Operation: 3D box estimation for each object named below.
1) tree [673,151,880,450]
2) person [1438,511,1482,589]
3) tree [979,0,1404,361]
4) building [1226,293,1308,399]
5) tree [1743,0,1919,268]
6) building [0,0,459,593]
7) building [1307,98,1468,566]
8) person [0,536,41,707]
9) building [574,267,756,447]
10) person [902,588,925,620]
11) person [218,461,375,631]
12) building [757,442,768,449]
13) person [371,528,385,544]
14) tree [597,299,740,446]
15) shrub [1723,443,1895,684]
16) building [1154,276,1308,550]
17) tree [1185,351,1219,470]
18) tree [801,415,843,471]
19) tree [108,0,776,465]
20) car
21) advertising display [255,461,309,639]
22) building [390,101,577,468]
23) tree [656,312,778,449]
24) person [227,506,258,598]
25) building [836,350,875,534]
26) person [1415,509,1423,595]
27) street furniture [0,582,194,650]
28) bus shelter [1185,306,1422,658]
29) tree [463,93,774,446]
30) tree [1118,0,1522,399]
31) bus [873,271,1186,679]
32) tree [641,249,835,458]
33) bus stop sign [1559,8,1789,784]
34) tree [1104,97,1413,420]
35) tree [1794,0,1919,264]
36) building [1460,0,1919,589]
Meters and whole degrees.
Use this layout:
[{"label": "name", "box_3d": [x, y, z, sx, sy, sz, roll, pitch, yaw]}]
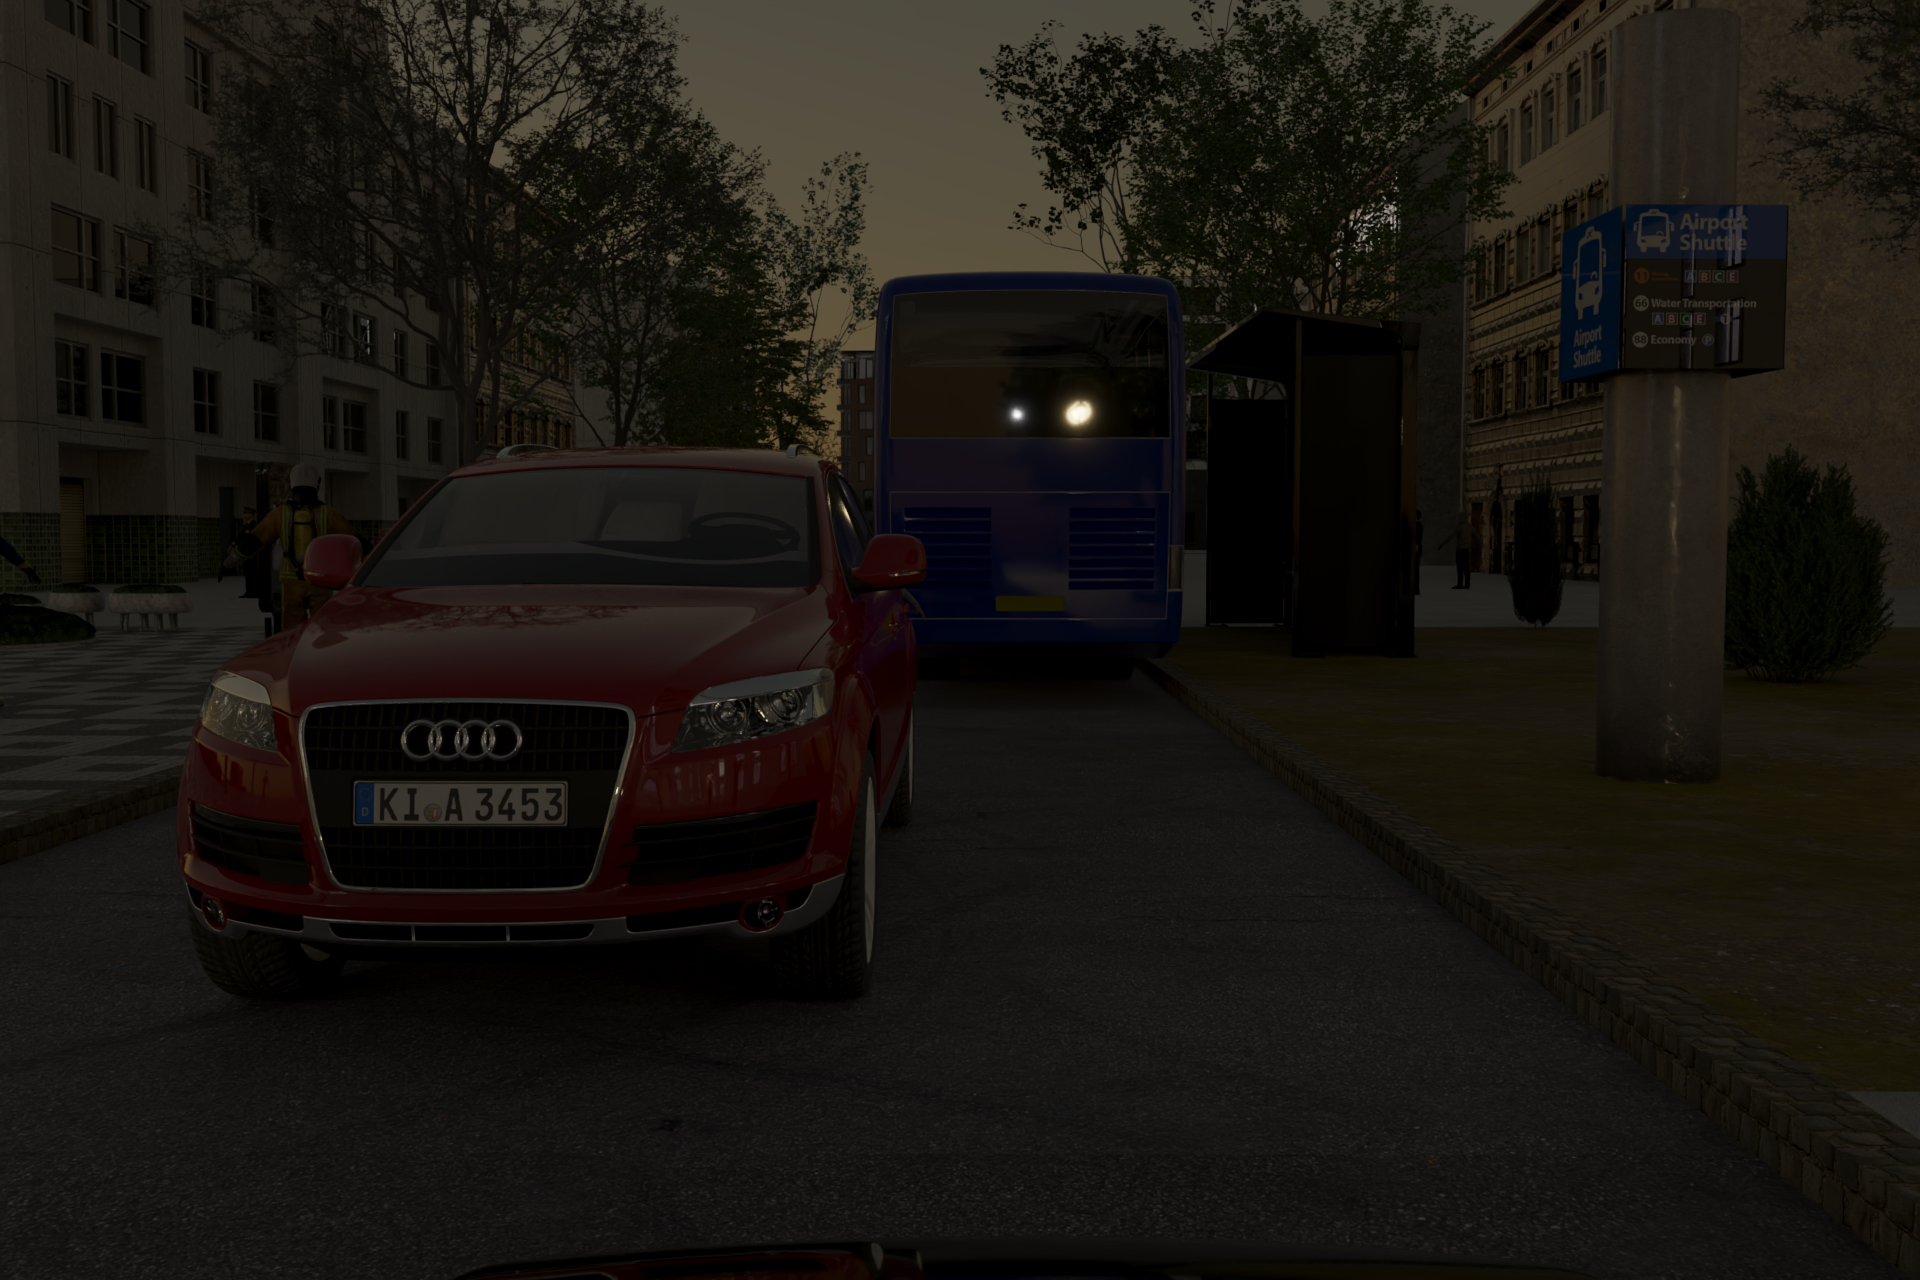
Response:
[{"label": "tree", "box_3d": [-7.379, -14.004, 84.861, 12.611, 20.169, 13.585, 0, 3, 0]}, {"label": "person", "box_3d": [11.703, -2.094, 40.359, 1.348, 1.813, 0.705, -2, 4, -29]}, {"label": "tree", "box_3d": [7.009, -12.169, 54.859, 12.611, 20.169, 13.585, 0, 3, 0]}, {"label": "building", "box_3d": [25.662, -16.978, 134.004, 16.016, 20.090, 11.380, 0, 3, 0]}, {"label": "tree", "box_3d": [14.884, -6.749, 20.710, 12.009, 13.543, 11.850, 0, 3, 0]}, {"label": "building", "box_3d": [-28.463, -11.396, 52.782, 16.747, 18.905, 31.486, 0, 4, 1]}, {"label": "building", "box_3d": [26.794, -15.144, 78.532, 19.493, 23.208, 18.063, 0, 3, 0]}, {"label": "person", "box_3d": [-7.239, -0.404, 12.583, 0.705, 1.833, 1.349, 1, 4, 10]}, {"label": "building", "box_3d": [-25.710, -16.169, 130.823, 16.747, 18.905, 31.486, 0, 4, 0]}, {"label": "person", "box_3d": [-0.756, -0.102, 13.385, 0.991, 1.433, 0.599, -1, 4, -8]}, {"label": "person", "box_3d": [-5.209, -0.493, 13.825, 1.354, 1.858, 0.705, -1, 4, -15]}, {"label": "building", "box_3d": [-22.814, -13.705, 166.223, 9.099, 9.664, 28.070, 0, 4, 1]}, {"label": "person", "box_3d": [-14.285, -2.048, 42.753, 0.991, 1.433, 0.599, -1, 4, -11]}, {"label": "tree", "box_3d": [-8.361, -6.180, 51.401, 4.737, 8.622, 4.395, 0, 3, 0]}, {"label": "shrub", "box_3d": [7.223, -0.674, 15.054, 1.661, 2.075, 1.752, 0, 3, 0]}, {"label": "building", "box_3d": [23.666, -18.937, 153.593, 27.936, 21.610, 32.646, 0, 4, 1]}, {"label": "tree", "box_3d": [7.628, -8.326, 70.537, 8.767, 10.594, 7.601, 3, 5, 39]}, {"label": "tree", "box_3d": [-8.882, -9.499, 105.663, 4.737, 8.622, 4.395, 0, 3, 0]}, {"label": "tree", "box_3d": [-8.228, -7.259, 29.062, 12.009, 13.543, 11.850, 0, 3, 0]}, {"label": "car", "box_3d": [-1.253, 0.100, 7.039, 2.281, 1.827, 5.304, 0, 4, 1]}, {"label": "advertising display", "box_3d": [-6.113, -0.642, 15.705, 0.123, 1.923, 0.974, 0, 4, 0]}, {"label": "building", "box_3d": [-28.765, -15.119, 78.124, 19.493, 23.208, 18.063, 0, 4, 1]}, {"label": "tree", "box_3d": [-8.320, -6.578, 57.906, 4.737, 8.622, 4.395, 0, 3, 0]}, {"label": "person", "box_3d": [-14.204, -1.754, 34.607, 1.347, 1.837, 0.705, 3, 5, 39]}, {"label": "building", "box_3d": [3.244, -21.686, 201.003, 32.646, 21.610, 27.936, 0, 4, 3]}, {"label": "person", "box_3d": [9.562, -1.856, 36.532, 0.705, 1.806, 1.347, 0, 4, 5]}, {"label": "street furniture", "box_3d": [-14.919, -0.383, 21.895, 10.072, 0.657, 5.734, 1, 4, 15]}, {"label": "bus shelter", "box_3d": [3.946, -1.817, 20.998, 1.731, 3.624, 6.357, 0, 4, -1]}, {"label": "tree", "box_3d": [-8.089, -7.046, 40.962, 9.928, 11.665, 9.643, 0, 3, 0]}, {"label": "tree", "box_3d": [6.671, -6.551, 32.868, 9.928, 11.665, 9.643, 0, 3, 0]}, {"label": "bus", "box_3d": [0.522, -1.737, 19.954, 2.896, 3.916, 12.251, 0, 4, 0]}, {"label": "tree", "box_3d": [-8.854, -9.216, 68.803, 7.486, 12.596, 7.792, 0, 3, 0]}, {"label": "bus stop sign", "box_3d": [3.697, -1.226, 9.069, 0.837, 3.901, 0.837, 0, 4, -1]}, {"label": "tree", "box_3d": [7.087, -7.098, 41.813, 9.928, 11.665, 9.643, 0, 3, 0]}, {"label": "tree", "box_3d": [6.634, -3.723, 11.232, 4.360, 8.622, 3.978, 0, 3, 0]}, {"label": "building", "box_3d": [26.165, -13.336, 48.966, 19.493, 23.208, 18.063, 0, 4, 0]}]
